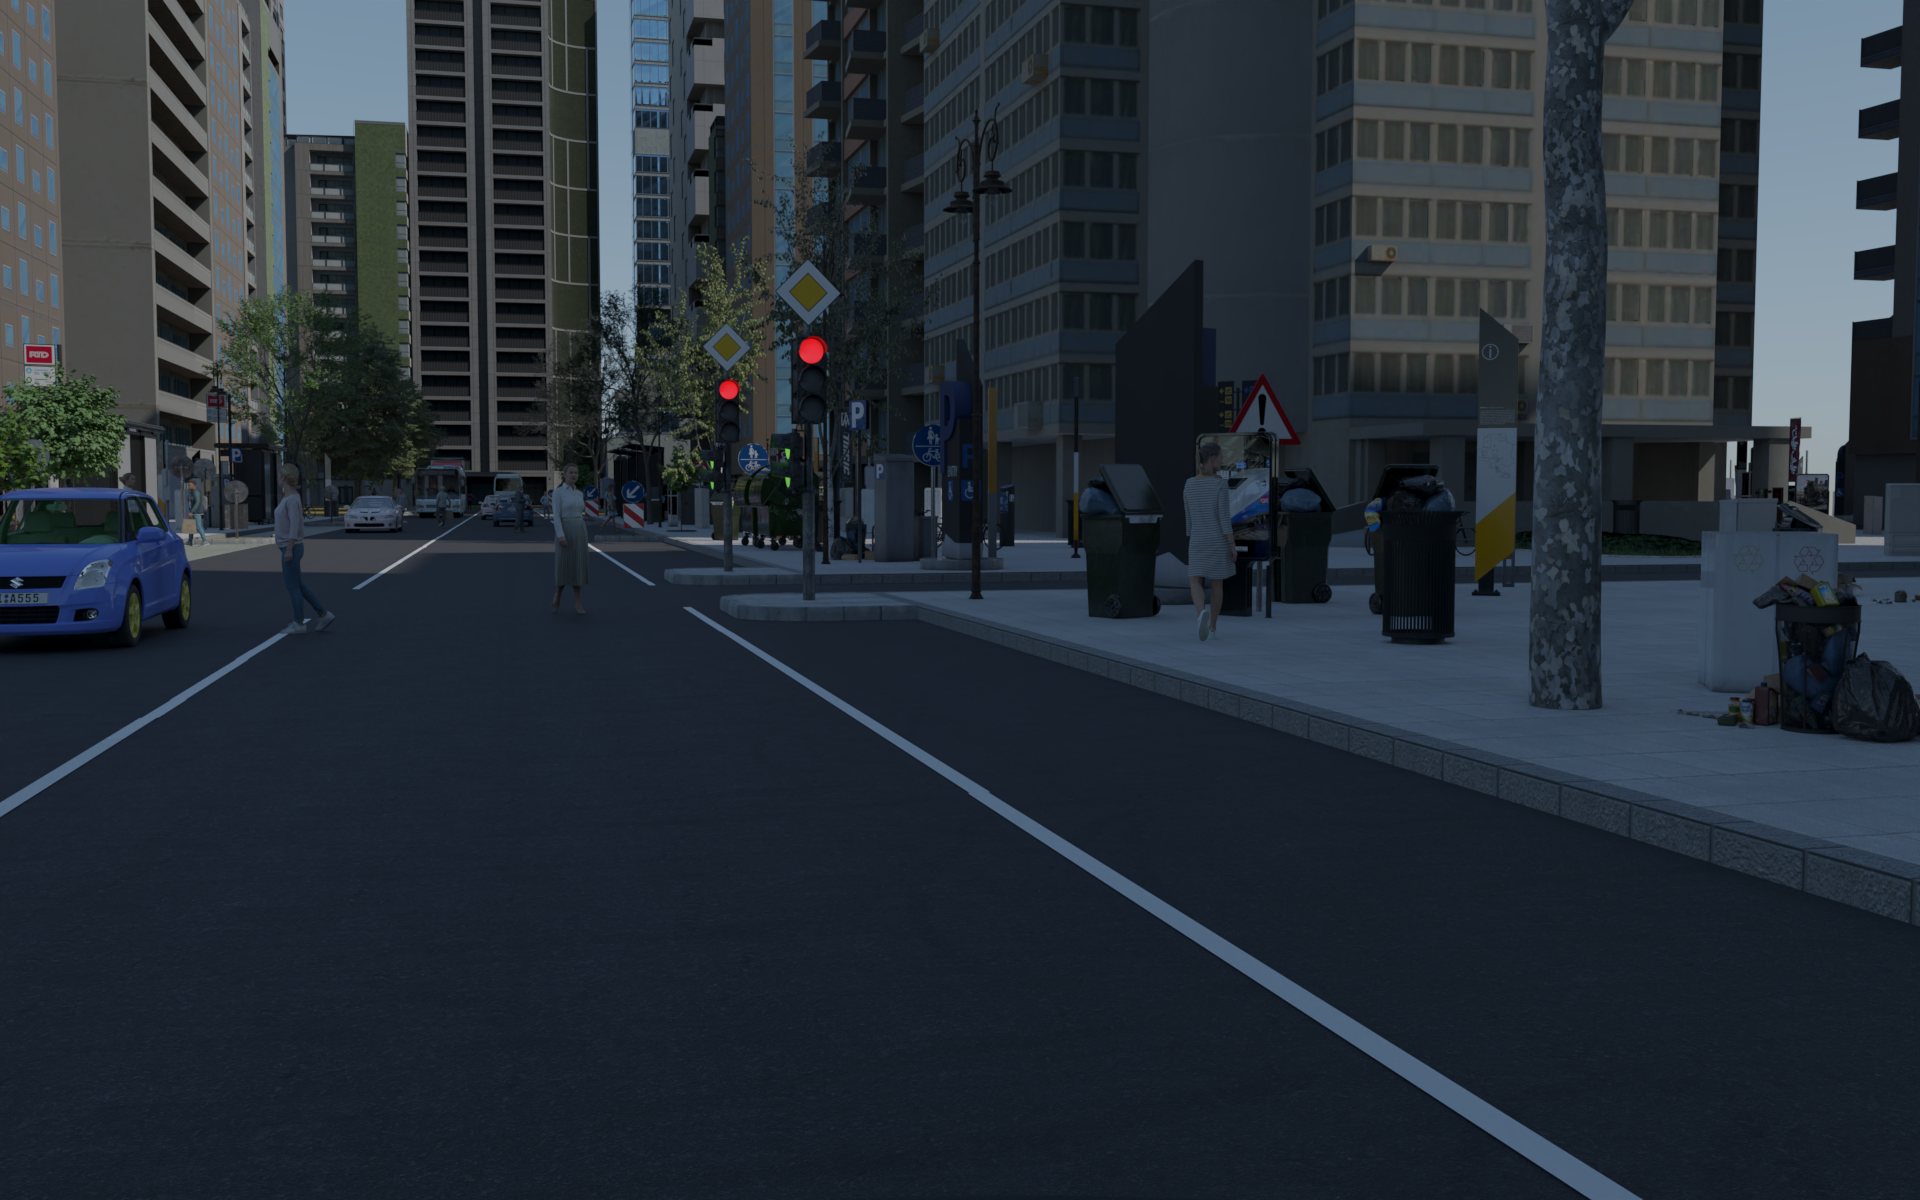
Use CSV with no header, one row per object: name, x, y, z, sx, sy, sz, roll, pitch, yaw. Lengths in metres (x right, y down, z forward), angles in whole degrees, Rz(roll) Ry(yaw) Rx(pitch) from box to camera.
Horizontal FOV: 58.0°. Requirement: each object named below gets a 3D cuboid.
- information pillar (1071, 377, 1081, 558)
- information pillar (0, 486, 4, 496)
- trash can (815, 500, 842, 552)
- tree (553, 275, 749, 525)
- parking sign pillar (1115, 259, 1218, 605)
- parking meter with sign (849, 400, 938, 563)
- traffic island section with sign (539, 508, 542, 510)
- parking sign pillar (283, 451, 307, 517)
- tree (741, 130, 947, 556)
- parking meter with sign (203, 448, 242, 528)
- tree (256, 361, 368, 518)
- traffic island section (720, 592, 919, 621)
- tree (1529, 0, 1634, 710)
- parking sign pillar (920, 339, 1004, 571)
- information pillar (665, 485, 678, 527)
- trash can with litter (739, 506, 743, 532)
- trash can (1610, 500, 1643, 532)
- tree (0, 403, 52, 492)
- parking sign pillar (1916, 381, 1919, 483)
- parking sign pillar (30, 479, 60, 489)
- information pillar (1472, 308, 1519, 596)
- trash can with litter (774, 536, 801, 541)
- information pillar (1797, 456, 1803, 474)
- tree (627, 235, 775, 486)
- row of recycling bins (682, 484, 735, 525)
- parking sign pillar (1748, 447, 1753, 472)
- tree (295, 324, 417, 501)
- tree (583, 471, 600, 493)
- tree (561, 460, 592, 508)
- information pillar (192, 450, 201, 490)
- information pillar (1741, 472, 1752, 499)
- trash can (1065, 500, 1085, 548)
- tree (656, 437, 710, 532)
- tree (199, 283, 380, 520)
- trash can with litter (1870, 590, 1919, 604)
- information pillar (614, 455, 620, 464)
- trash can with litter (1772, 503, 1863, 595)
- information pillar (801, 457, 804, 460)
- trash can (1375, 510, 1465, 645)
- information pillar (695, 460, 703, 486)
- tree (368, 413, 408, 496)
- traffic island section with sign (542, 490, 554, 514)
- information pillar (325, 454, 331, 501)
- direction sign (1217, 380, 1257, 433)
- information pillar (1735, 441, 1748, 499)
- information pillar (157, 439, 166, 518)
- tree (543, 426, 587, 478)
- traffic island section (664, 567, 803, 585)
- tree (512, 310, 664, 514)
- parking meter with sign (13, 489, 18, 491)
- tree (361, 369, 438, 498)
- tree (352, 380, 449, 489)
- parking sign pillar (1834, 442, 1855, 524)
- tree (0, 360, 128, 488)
information pillar,2.325,-2.647,34.633,0.183,3.616,0.504,0,4,4
information pillar,-24.796,-2.461,44.730,0.304,2.012,0.304,-1,4,-16
trash can,-2.969,-1.644,38.538,0.748,1.137,0.748,0,3,0
tree,-13.077,-8.484,73.131,8.767,10.594,7.601,0,4,-5
parking sign pillar,2.444,-1.966,20.614,1.447,3.967,1.447,-3,5,-39
parking meter with sign,-1.220,-2.231,32.740,1.738,3.016,0.543,-3,4,-38
traffic island section with sign,-36.285,-8.851,153.340,1.989,1.847,2.006,-1,4,-15
parking sign pillar,-37.260,-6.622,96.736,1.447,3.967,1.447,0,4,7
tree,-2.584,-5.195,35.306,4.360,8.622,3.978,0,3,0
parking meter with sign,-28.001,-4.242,65.619,1.738,3.016,0.543,2,4,27
tree,-34.994,-8.676,92.221,4.737,8.622,4.395,0,3,0
traffic island section,-1.805,0.079,20.982,2.009,0.180,2.903,-1,4,-15
tree,3.438,-9.329,8.417,12.611,20.169,13.585,0,3,0
parking sign pillar,0.031,-2.515,29.594,1.447,3.967,1.447,-1,4,-14
information pillar,-11.301,-3.894,68.157,0.304,2.012,0.304,-2,4,-33
trash can with litter,-6.979,-2.828,57.623,1.055,1.170,0.624,0,4,7
trash can,16.050,-1.839,41.719,0.748,1.137,0.748,0,3,0
tree,-20.261,-2.583,36.826,1.663,3.219,1.824,0,3,0
parking sign pillar,23.569,-3.232,41.308,1.447,3.967,1.447,0,4,3
parking sign pillar,-32.321,-4.437,61.014,1.447,3.967,1.447,2,4,26
information pillar,6.728,-1.860,21.758,0.504,3.616,0.183,1,4,19
trash can with litter,-4.706,-2.228,47.816,1.055,1.170,0.624,-1,4,-22
information pillar,51.702,-7.052,106.659,0.504,3.616,0.183,-2,4,-27
tree,-7.033,-6.060,49.436,4.737,8.622,4.395,0,3,0
row of recycling bins,-10.099,-4.040,73.167,3.534,1.692,1.069,-3,4,-39
parking sign pillar,32.048,-4.914,68.809,1.447,3.967,1.447,1,4,10
tree,-45.735,-13.722,131.011,9.857,13.997,8.962,0,3,0
tree,-30.345,-9.110,143.545,1.663,3.219,1.824,0,3,0
tree,-36.500,-11.080,164.877,4.285,4.588,4.351,0,3,0
information pillar,-40.262,-6.118,91.389,0.504,3.616,0.183,1,4,12
information pillar,25.807,-3.199,56.801,0.304,2.012,0.304,-3,5,-42
trash can,2.879,-1.817,41.356,0.748,1.137,0.748,0,3,0
tree,-9.630,-3.947,59.130,1.663,3.219,1.824,0,3,0
tree,-32.534,-9.690,84.181,9.928,11.665,9.643,0,3,0
trash can with litter,11.748,-0.590,20.708,2.233,1.210,1.678,-1,4,-15
information pillar,-19.734,-6.647,100.025,0.504,3.616,0.183,1,4,22
trash can with litter,10.935,-0.654,22.084,1.055,1.170,0.624,3,5,41
information pillar,-9.242,-6.715,101.152,0.504,3.616,0.183,-2,4,-25
trash can,3.953,-0.200,14.917,0.748,1.137,0.748,0,3,0
information pillar,-15.116,-6.673,100.465,0.504,3.616,0.183,-3,4,-36
tree,-48.398,-11.900,144.934,4.737,8.622,4.395,0,3,0
traffic island section with sign,-29.498,-7.255,127.250,1.989,1.847,2.006,-1,4,-15
information pillar,-35.798,-6.524,98.022,0.183,3.616,0.504,1,4,21
direction sign,5.554,-2.611,34.688,0.876,3.537,0.379,2,4,35
information pillar,26.586,-4.134,58.952,0.504,3.616,0.183,-2,4,-31
information pillar,-34.012,-5.036,73.686,0.504,3.616,0.183,1,4,21
tree,-39.956,-13.807,176.105,4.360,8.622,3.978,0,3,0
traffic island section,-3.818,-0.393,28.710,2.009,0.180,2.903,-1,4,-15
tree,-24.053,-12.486,114.510,12.009,13.543,11.850,0,3,0
parking meter with sign,-25.234,-3.042,46.001,0.543,3.016,1.738,-1,4,-15
tree,-50.541,-14.540,155.851,7.486,12.596,7.792,0,3,0
tree,-55.152,-15.479,170.084,9.611,12.733,9.660,0,3,0
parking sign pillar,34.408,-4.798,66.917,1.447,3.967,1.447,-2,4,-28
tree,-22.122,-3.610,42.730,4.285,4.588,4.351,0,3,0
